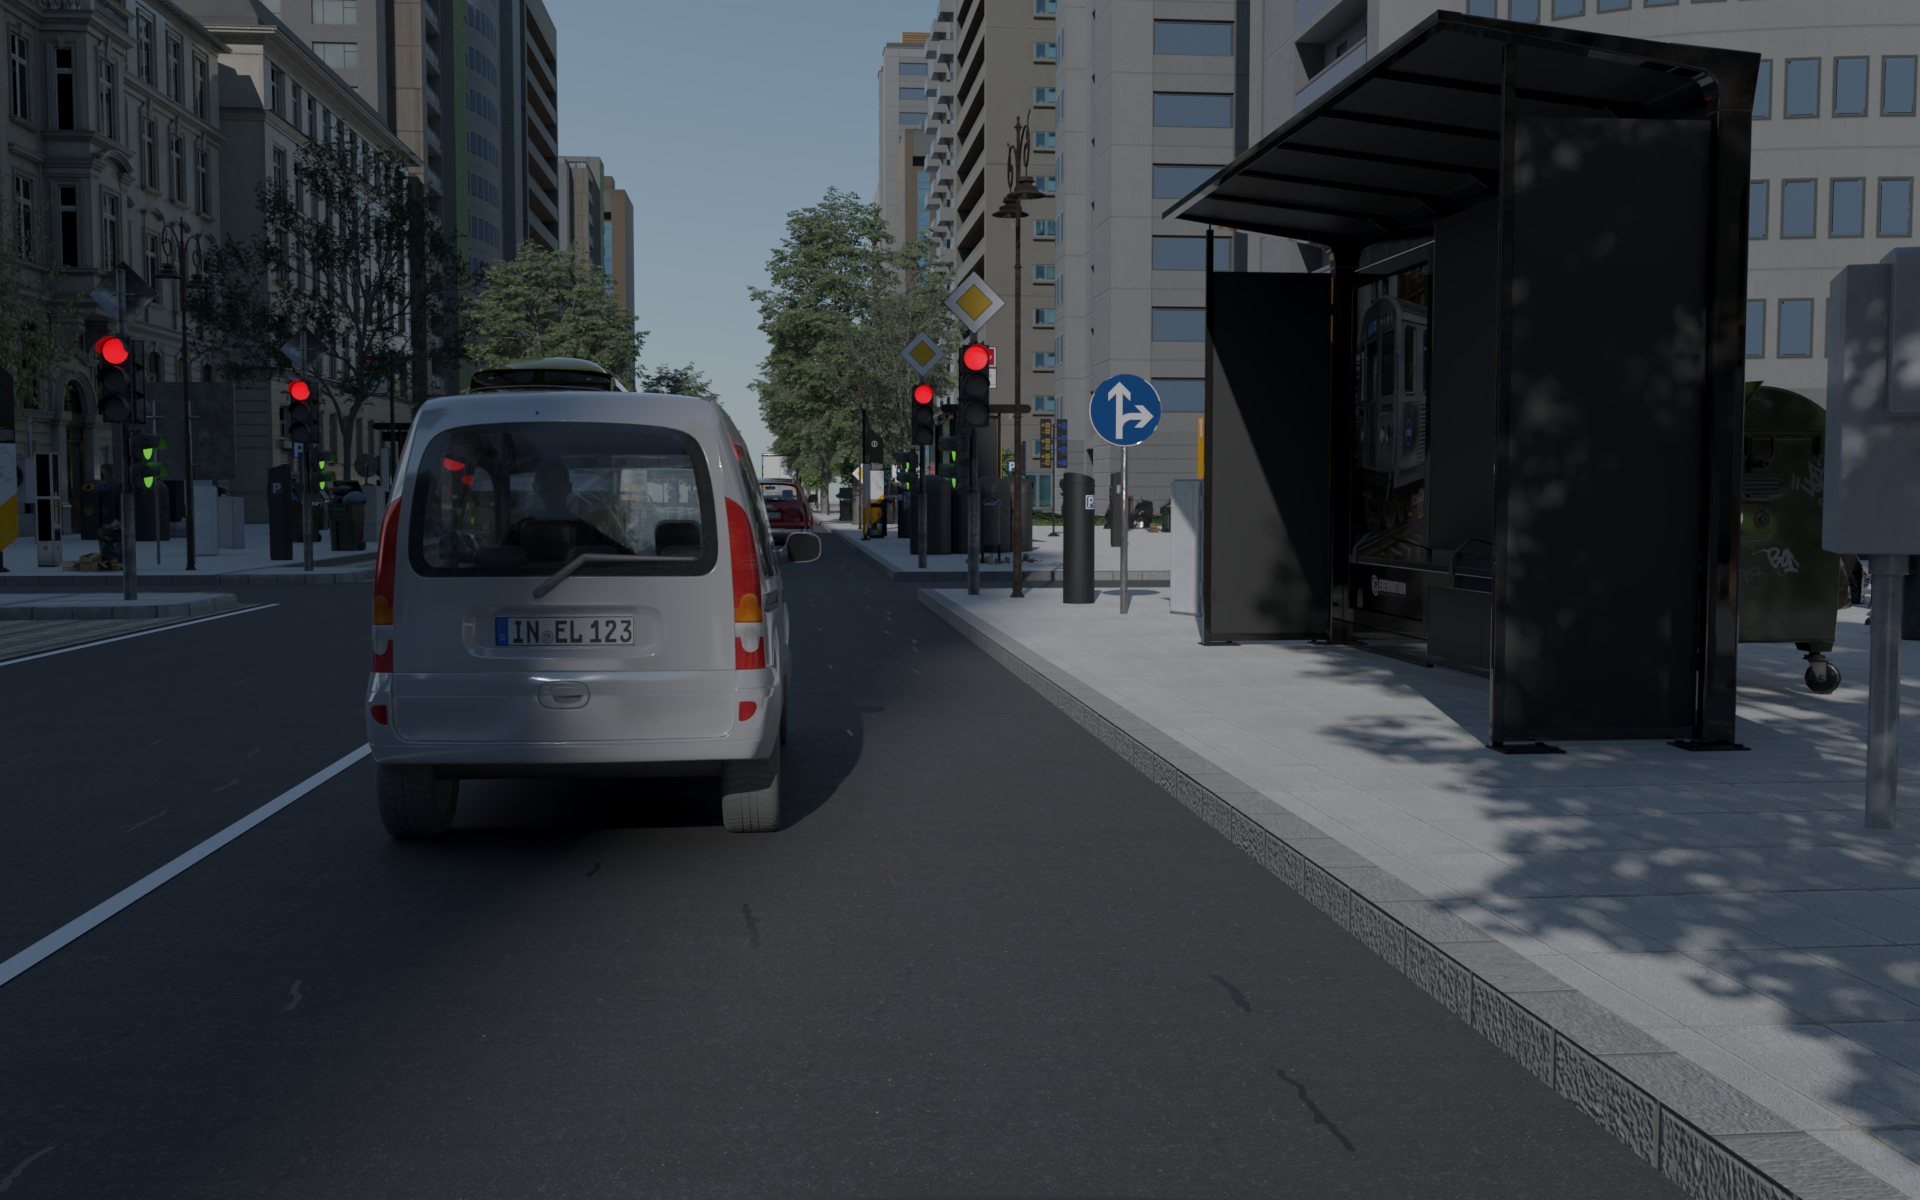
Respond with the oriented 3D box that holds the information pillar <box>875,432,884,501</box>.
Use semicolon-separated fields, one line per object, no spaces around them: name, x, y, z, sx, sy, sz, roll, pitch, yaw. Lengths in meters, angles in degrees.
information pillar;-2.964;-4.290;61.492;0.504;3.616;0.183;-1;4;-19

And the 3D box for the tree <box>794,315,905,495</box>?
tree;-5.920;-10.554;98.315;9.928;11.665;9.643;0;3;0

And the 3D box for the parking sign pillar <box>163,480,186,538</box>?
parking sign pillar;-22.982;-3.837;51.201;1.447;3.967;1.447;1;4;10

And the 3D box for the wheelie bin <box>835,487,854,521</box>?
wheelie bin;-5.446;-4.560;82.469;0.980;1.594;0.693;0;4;2

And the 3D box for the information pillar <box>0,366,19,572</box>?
information pillar;-15.719;-2.260;28.314;0.504;3.616;0.183;-3;5;-42

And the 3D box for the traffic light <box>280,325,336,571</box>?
traffic light;-10.873;-2.442;28.845;0.839;4.253;0.868;0;4;-6

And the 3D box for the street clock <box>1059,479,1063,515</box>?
street clock;4.932;-4.758;82.359;0.358;2.002;0.471;3;4;38

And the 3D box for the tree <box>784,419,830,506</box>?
tree;-16.504;-16.361;201.909;7.601;10.594;8.767;-1;4;-16

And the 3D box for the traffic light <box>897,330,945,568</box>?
traffic light;-0.668;-2.507;29.914;0.839;4.253;0.868;0;4;-6

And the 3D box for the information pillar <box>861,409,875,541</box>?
information pillar;-2.592;-3.456;47.855;0.183;3.616;0.504;1;4;14

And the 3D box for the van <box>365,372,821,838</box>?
van;-1.698;-0.099;8.638;2.013;2.044;4.112;0;4;-5

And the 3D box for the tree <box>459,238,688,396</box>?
tree;-19.794;-10.909;85.015;9.857;13.997;8.962;0;3;0

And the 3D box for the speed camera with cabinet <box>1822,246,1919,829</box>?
speed camera with cabinet;4.391;-0.741;6.457;2.038;3.252;0.660;1;4;20

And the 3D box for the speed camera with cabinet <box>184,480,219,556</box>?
speed camera with cabinet;-16.027;-2.580;36.525;0.660;3.252;2.038;-2;4;-26

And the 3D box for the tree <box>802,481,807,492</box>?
tree;-20.820;-17.341;233.893;4.360;8.622;3.978;0;3;0

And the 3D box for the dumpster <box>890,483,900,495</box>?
dumpster;-3.412;-5.379;93.698;1.264;1.857;1.865;0;4;-6

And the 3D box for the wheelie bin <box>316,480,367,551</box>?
wheelie bin;-13.827;-1.907;39.086;0.980;1.594;0.693;1;4;11

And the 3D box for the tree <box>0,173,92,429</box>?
tree;-22.629;-5.507;40.404;4.737;8.622;4.395;0;3;0

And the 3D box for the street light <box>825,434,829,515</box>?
street light;-7.941;-8.036;104.174;0.468;5.910;1.993;0;4;-6

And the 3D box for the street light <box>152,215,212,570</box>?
street light;-12.973;-3.440;29.029;0.468;5.910;1.993;0;4;-6

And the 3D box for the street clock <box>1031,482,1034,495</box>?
street clock;4.279;-6.145;105.045;0.358;2.002;0.471;1;4;21

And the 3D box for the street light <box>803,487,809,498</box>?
street light;-15.795;-12.702;180.465;0.468;5.910;1.993;0;4;-6

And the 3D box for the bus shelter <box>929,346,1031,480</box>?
bus shelter;0.188;-4.092;44.540;2.179;5.291;8.768;0;4;-6

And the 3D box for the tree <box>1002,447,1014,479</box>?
tree;2.061;-7.381;104.387;4.285;4.588;4.351;0;3;0

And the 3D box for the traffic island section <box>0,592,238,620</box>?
traffic island section;-10.091;0.076;21.033;2.009;0.180;2.903;0;4;-6

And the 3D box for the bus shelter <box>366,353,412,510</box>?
bus shelter;-16.295;-4.562;52.226;2.179;5.291;8.768;0;4;-6

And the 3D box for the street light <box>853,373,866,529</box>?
street light;-3.621;-5.496;62.645;0.468;5.910;1.993;0;4;-6

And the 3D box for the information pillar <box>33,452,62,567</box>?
information pillar;-16.015;-1.586;30.423;0.304;2.012;0.304;0;4;-2

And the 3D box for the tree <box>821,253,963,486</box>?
tree;-1.916;-6.224;52.129;4.360;8.622;3.978;0;3;0

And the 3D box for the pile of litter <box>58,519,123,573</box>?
pile of litter;-14.470;-0.920;28.999;1.176;0.858;1.719;-1;4;-14

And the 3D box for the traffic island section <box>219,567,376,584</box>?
traffic island section;-10.914;-0.409;28.976;2.009;0.180;2.903;0;4;-6

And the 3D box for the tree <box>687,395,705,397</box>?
tree;-30.158;-17.026;195.380;9.611;12.733;9.660;0;3;0

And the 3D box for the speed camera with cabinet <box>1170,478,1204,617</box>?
speed camera with cabinet;3.275;-1.487;18.655;2.038;3.252;0.660;-2;4;-27

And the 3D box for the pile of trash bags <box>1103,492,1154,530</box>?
pile of trash bags;6.149;-3.293;63.592;1.912;1.369;3.447;0;4;8

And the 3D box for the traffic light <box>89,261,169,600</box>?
traffic light;-10.050;-1.956;20.902;0.839;4.253;0.868;0;4;-6

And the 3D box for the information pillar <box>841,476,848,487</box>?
information pillar;-6.046;-6.070;90.591;0.504;3.616;0.183;-3;5;-41

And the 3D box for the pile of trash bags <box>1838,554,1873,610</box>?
pile of trash bags;10.766;-0.643;20.260;1.912;1.369;3.447;3;5;42

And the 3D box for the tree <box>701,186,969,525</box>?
tree;-4.173;-10.086;71.563;9.857;13.997;8.962;0;3;0

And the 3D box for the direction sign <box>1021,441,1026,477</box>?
direction sign;2.651;-5.033;74.293;0.379;3.537;0.876;-1;4;-19

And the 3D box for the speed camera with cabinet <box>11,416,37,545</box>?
speed camera with cabinet;-24.302;-3.039;44.031;2.038;3.252;0.660;1;4;20

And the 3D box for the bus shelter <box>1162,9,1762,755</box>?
bus shelter;2.859;-1.244;11.621;1.731;3.624;6.357;0;4;-6

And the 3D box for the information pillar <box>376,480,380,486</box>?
information pillar;-29.580;-5.133;88.423;0.304;2.012;0.304;2;4;23

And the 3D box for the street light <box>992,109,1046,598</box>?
street light;0.712;-2.970;21.348;0.468;5.910;1.993;0;4;-6

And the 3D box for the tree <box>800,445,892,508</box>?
tree;-4.944;-6.319;87.033;4.285;4.588;4.351;0;3;0

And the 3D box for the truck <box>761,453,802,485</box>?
truck;-12.836;-8.288;124.414;2.839;4.237;11.283;0;4;-5

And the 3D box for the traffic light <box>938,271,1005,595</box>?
traffic light;0.155;-2.021;21.971;0.839;4.253;0.868;0;4;-6

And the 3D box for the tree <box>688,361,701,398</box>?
tree;-27.211;-15.820;165.319;9.857;13.997;8.962;0;3;0

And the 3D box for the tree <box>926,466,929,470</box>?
tree;-0.191;-3.739;55.733;1.663;3.219;1.824;0;3;0

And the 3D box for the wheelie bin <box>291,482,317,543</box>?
wheelie bin;-17.460;-2.333;46.056;0.693;1.594;0.980;3;4;38

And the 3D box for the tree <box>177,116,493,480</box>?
tree;-15.746;-6.689;43.781;8.767;10.594;7.601;0;4;-2
